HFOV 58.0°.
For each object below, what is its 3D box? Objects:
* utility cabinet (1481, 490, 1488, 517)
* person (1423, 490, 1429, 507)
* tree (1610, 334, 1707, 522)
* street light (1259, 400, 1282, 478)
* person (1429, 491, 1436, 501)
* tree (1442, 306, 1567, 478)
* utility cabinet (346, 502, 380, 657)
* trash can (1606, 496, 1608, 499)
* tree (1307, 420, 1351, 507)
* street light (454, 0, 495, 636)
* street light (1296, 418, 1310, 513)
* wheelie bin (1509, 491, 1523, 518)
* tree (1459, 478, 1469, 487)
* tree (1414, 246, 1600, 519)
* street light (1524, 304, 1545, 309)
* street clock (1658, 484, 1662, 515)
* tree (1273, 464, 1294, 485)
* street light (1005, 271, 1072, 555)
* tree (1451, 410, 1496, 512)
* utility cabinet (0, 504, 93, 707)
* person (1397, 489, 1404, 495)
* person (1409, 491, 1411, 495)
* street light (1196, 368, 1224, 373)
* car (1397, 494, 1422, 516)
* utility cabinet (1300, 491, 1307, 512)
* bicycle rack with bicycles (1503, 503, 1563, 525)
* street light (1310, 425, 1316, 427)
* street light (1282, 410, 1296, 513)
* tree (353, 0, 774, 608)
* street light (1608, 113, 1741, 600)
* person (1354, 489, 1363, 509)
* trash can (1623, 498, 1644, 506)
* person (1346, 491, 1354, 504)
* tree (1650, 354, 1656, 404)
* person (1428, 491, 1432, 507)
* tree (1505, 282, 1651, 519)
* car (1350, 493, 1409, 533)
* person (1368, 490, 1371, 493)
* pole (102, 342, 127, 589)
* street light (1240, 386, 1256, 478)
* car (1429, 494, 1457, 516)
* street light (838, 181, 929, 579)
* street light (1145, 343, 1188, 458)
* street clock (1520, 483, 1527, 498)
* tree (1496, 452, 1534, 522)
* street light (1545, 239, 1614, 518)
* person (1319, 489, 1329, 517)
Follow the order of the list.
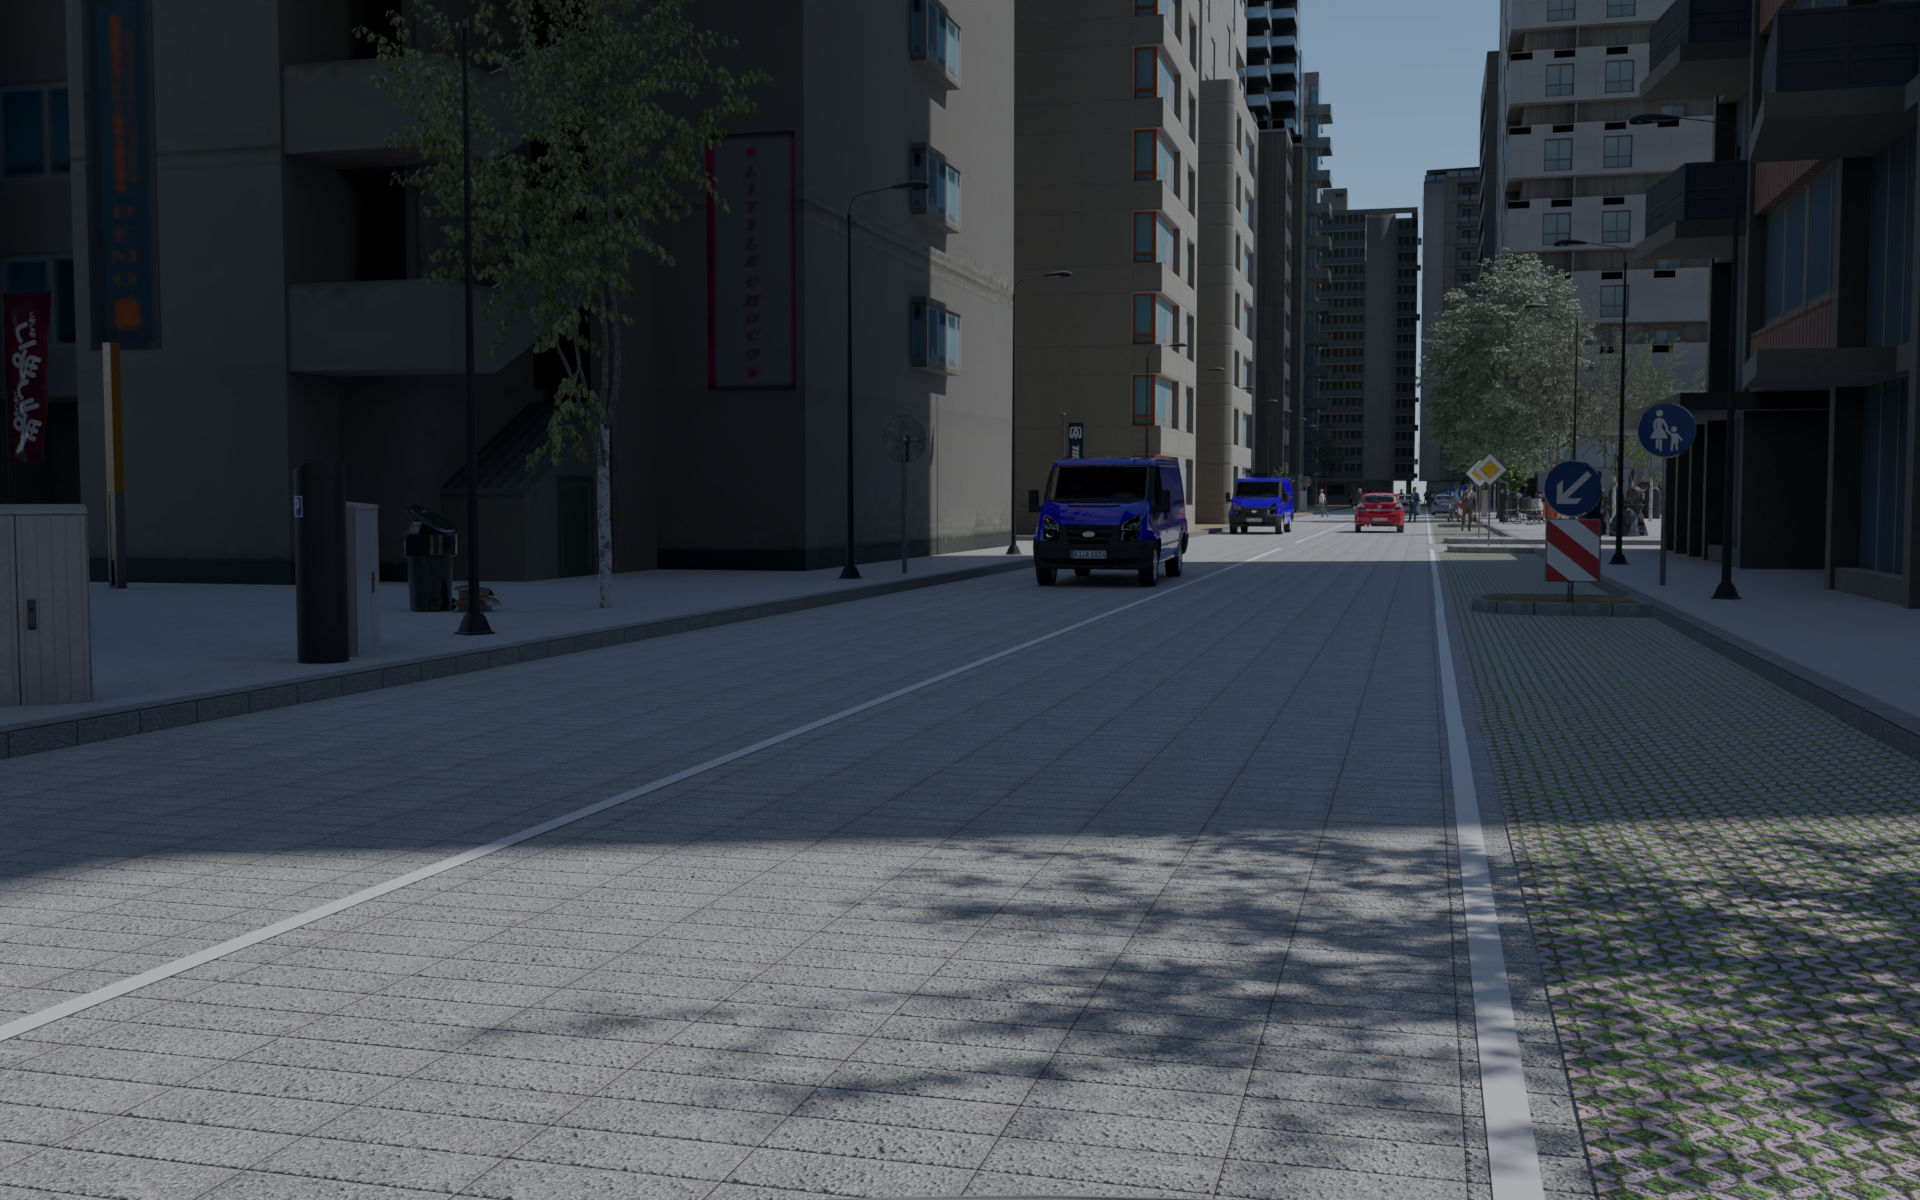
[{"bbox_3d":[28.964,-5.323,95.702,0.318,1.500,1.173,1,4,14],"label":"utility cabinet"},{"bbox_3d":[50.747,-11.012,188.417,0.709,1.838,0.599,-1,4,-19],"label":"person"},{"bbox_3d":[32.287,-7.935,80.092,4.737,8.622,4.395,0,3,0],"label":"tree"},{"bbox_3d":[14.944,-6.917,85.637,1.470,5.913,1.316,1,4,15],"label":"street light"},{"bbox_3d":[45.430,-9.587,166.188,0.756,1.711,0.436,1,4,15],"label":"person"},{"bbox_3d":[33.012,-11.429,104.998,7.486,12.596,7.792,0,3,0],"label":"tree"},{"bbox_3d":[-4.951,-0.179,14.090,0.306,1.237,1.020,-1,4,-9],"label":"utility cabinet"},{"bbox_3d":[40.258,-5.839,107.115,0.748,1.137,0.748,0,3,0],"label":"trash can"},{"bbox_3d":[36.874,-13.638,173.341,4.360,8.622,3.978,0,3,0],"label":"tree"},{"bbox_3d":[-3.928,-2.631,15.555,1.470,5.913,1.316,1,4,15],"label":"street light"},{"bbox_3d":[20.550,-8.200,106.605,1.470,5.913,1.316,1,4,15],"label":"street light"},{"bbox_3d":[29.976,-5.257,93.864,0.980,1.594,0.693,2,4,27],"label":"wheelie bin"},{"bbox_3d":[54.872,-11.900,189.168,1.663,3.219,1.824,0,3,0],"label":"tree"},{"bbox_3d":[28.583,-11.255,90.678,9.857,13.997,8.962,0,3,0],"label":"tree"},{"bbox_3d":[14.436,-4.264,42.258,1.470,5.913,1.316,1,4,15],"label":"street light"},{"bbox_3d":[43.422,-6.272,107.109,0.471,2.002,0.358,1,4,11],"label":"street clock"},{"bbox_3d":[20.621,-7.154,111.562,1.663,3.219,1.824,0,3,0],"label":"tree"},{"bbox_3d":[1.656,-3.903,36.358,1.470,5.913,1.316,1,4,15],"label":"street light"},{"bbox_3d":[38.042,-10.613,123.881,4.737,8.622,4.395,0,3,0],"label":"tree"},{"bbox_3d":[-5.844,0.041,10.489,1.020,1.237,0.306,-2,4,-30],"label":"utility cabinet"},{"bbox_3d":[32.920,-7.386,129.218,1.348,1.831,0.705,1,4,19],"label":"person"},{"bbox_3d":[50.609,-11.377,195.228,0.721,1.735,1.217,2,4,34],"label":"person"},{"bbox_3d":[9.019,-5.590,63.943,1.470,5.913,1.316,1,4,15],"label":"street light"},{"bbox_3d":[29.973,-6.376,116.254,2.014,1.417,4.499,1,4,16],"label":"car"},{"bbox_3d":[24.057,-6.894,121.398,0.318,1.500,1.173,1,4,20],"label":"utility cabinet"},{"bbox_3d":[24.311,-3.628,72.693,2.925,0.926,2.852,-1,4,-15],"label":"bicycle rack with bicycles"},{"bbox_3d":[23.299,-8.839,117.066,1.470,5.913,1.316,1,4,15],"label":"street light"},{"bbox_3d":[17.676,-7.566,96.243,1.470,5.913,1.316,1,4,15],"label":"street light"},{"bbox_3d":[-4.239,-4.213,19.248,4.737,8.622,4.395,0,3,0],"label":"tree"},{"bbox_3d":[8.854,-2.974,21.167,1.470,5.913,1.316,1,4,15],"label":"street light"},{"bbox_3d":[26.925,-6.514,115.216,0.699,1.804,1.509,-3,5,-44],"label":"person"},{"bbox_3d":[22.653,-2.860,58.410,0.748,1.137,0.748,0,3,0],"label":"trash can"},{"bbox_3d":[46.113,-11.979,204.447,1.348,1.812,0.705,-2,4,-33],"label":"person"},{"bbox_3d":[28.427,-7.664,75.661,4.360,8.622,3.978,0,3,0],"label":"tree"},{"bbox_3d":[53.550,-11.528,196.913,1.348,1.831,0.705,-3,5,-40],"label":"person"},{"bbox_3d":[21.333,-6.779,61.193,4.360,8.622,3.978,0,3,0],"label":"tree"},{"bbox_3d":[15.835,-3.447,65.396,2.155,1.783,4.494,1,4,13],"label":"car"},{"bbox_3d":[38.167,-9.344,161.291,0.705,1.823,1.348,-3,5,-41],"label":"person"},{"bbox_3d":[-11.434,-1.809,23.426,0.158,3.312,0.155,0,3,0],"label":"pole"},{"bbox_3d":[12.031,-6.268,75.029,1.470,5.913,1.316,1,4,15],"label":"street light"},{"bbox_3d":[32.296,-6.322,115.372,2.014,1.417,4.499,1,4,14],"label":"car"},{"bbox_3d":[-1.143,-3.268,25.975,1.470,5.913,1.316,1,4,15],"label":"street light"},{"bbox_3d":[6.308,-4.951,53.491,1.470,5.913,1.316,1,4,15],"label":"street light"},{"bbox_3d":[37.381,-6.753,114.979,0.471,2.002,0.358,3,5,44],"label":"street clock"},{"bbox_3d":[25.125,-5.175,79.211,1.663,3.219,1.824,0,3,0],"label":"tree"},{"bbox_3d":[11.511,-3.613,31.613,1.470,5.913,1.316,1,4,15],"label":"street light"},{"bbox_3d":[22.502,-5.981,106.968,0.598,1.740,0.731,2,4,27],"label":"person"}]
